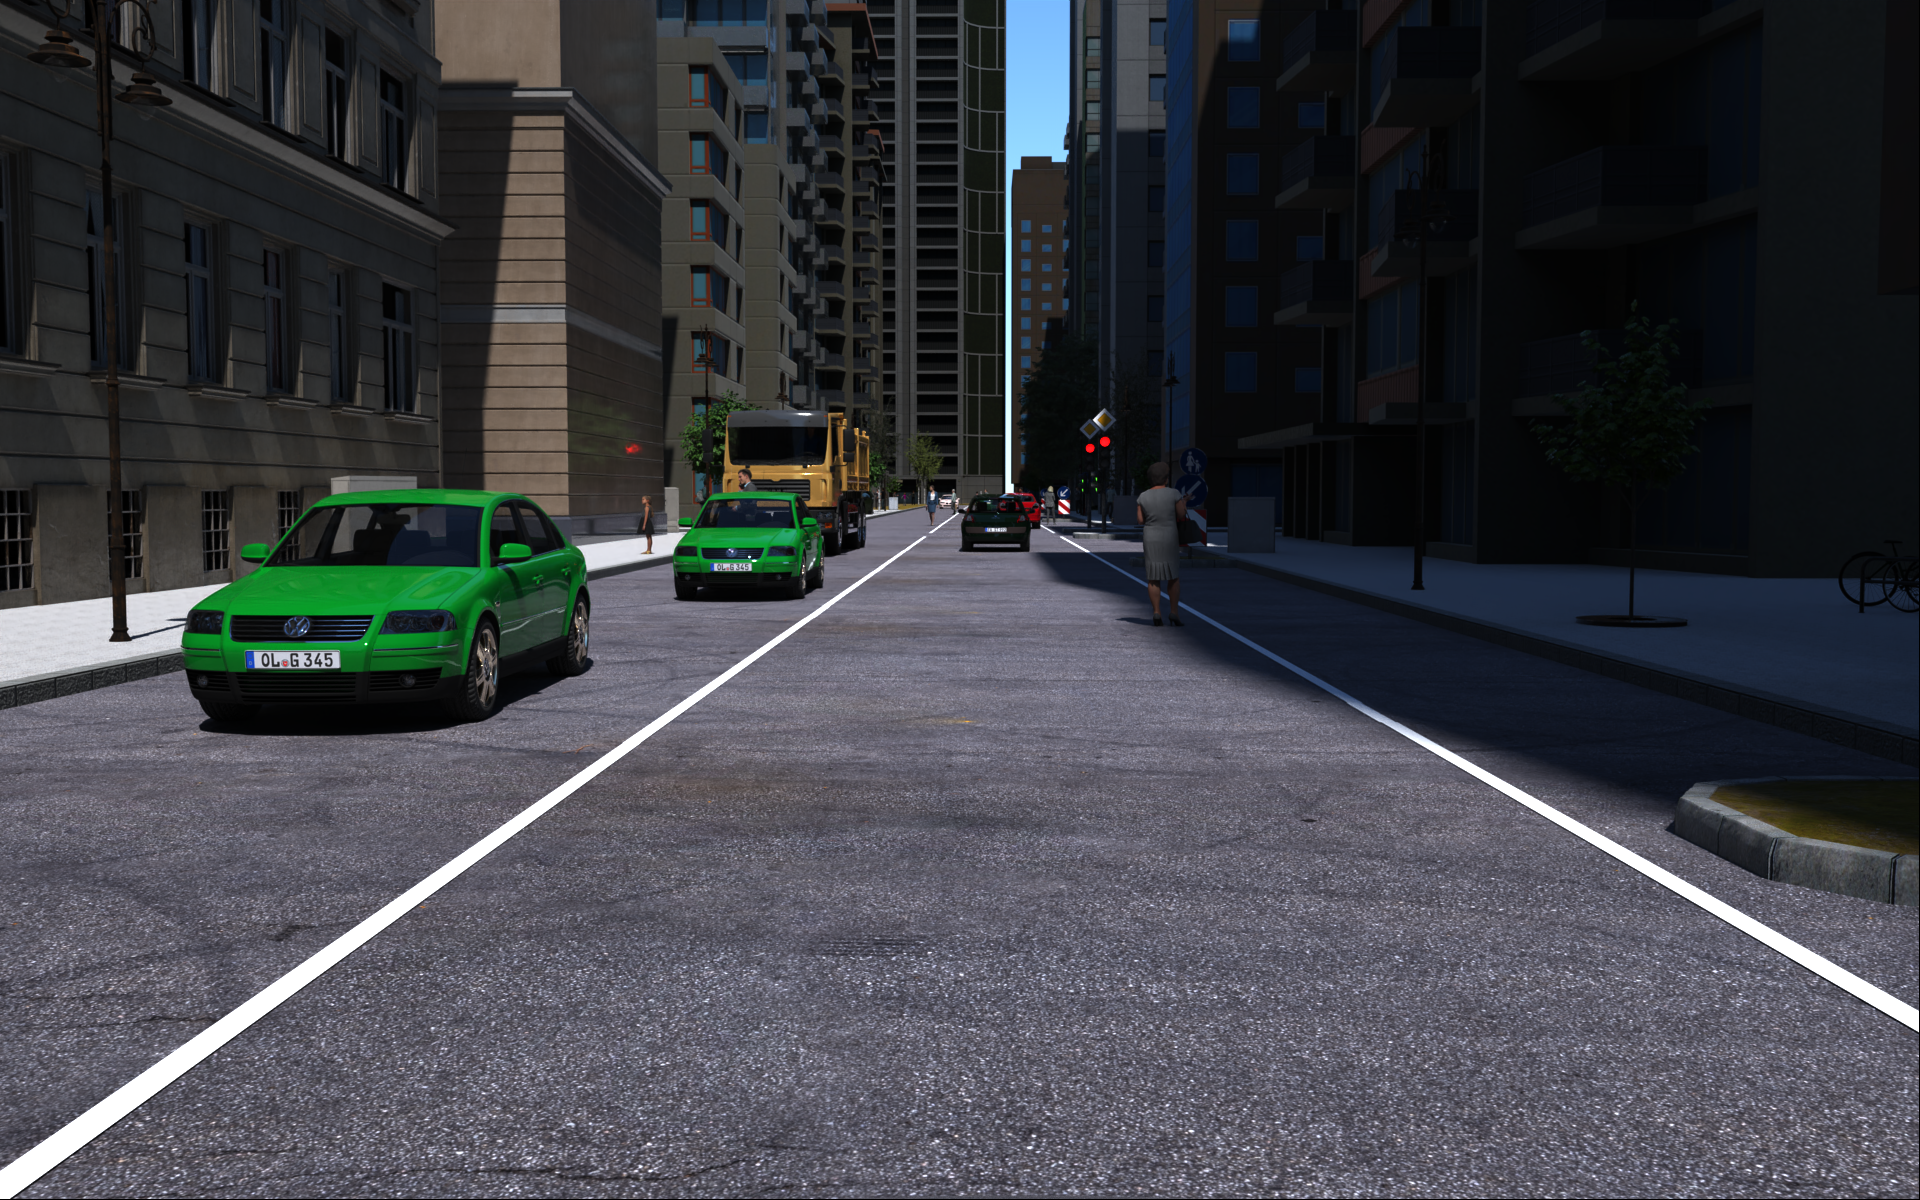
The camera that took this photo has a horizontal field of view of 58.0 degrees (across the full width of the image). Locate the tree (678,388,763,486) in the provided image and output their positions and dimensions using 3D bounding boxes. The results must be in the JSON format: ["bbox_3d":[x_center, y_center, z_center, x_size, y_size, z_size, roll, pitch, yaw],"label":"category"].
[{"bbox_3d":[-7.047,-4.278,53.664,4.285,4.588,4.351,0,3,0],"label":"tree"}]

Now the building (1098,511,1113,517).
[{"bbox_3d":[19.284,-34.638,108.333,21.231,58.520,28.212,0,4,1],"label":"building"}]

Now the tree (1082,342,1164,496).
[{"bbox_3d":[8.462,-8.191,84.277,4.360,8.622,3.978,0,3,0],"label":"tree"}]

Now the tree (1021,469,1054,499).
[{"bbox_3d":[10.016,-14.221,216.233,4.285,4.588,4.351,0,3,0],"label":"tree"}]

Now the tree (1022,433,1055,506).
[{"bbox_3d":[8.626,-14.432,186.330,4.737,8.622,4.395,0,3,0],"label":"tree"}]

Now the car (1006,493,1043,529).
[{"bbox_3d":[2.419,-3.892,72.670,2.155,1.783,4.494,0,4,0],"label":"car"}]

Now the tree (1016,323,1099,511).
[{"bbox_3d":[8.428,-13.710,130.819,9.857,13.997,8.962,0,3,0],"label":"tree"}]

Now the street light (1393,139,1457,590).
[{"bbox_3d":[6.147,-3.076,23.074,0.468,5.910,1.993,0,4,1],"label":"street light"}]

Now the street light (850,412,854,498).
[{"bbox_3d":[-6.049,-7.645,97.789,0.468,5.910,1.993,0,4,1],"label":"street light"}]

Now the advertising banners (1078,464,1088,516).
[{"bbox_3d":[7.367,-6.501,102.475,0.090,3.025,2.074,2,4,25],"label":"advertising banners"}]

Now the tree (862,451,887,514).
[{"bbox_3d":[-6.396,-7.943,113.587,4.285,4.588,4.351,0,3,0],"label":"tree"}]

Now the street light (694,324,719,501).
[{"bbox_3d":[-6.885,-4.550,47.175,0.468,5.910,1.993,0,4,1],"label":"street light"}]

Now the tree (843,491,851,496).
[{"bbox_3d":[-9.195,-8.674,136.415,1.663,3.219,1.824,0,3,0],"label":"tree"}]

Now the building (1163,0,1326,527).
[{"bbox_3d":[16.259,-25.822,72.301,14.200,45.320,14.600,0,4,1],"label":"building"}]

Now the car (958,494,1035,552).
[{"bbox_3d":[0.933,-2.116,44.380,2.009,1.686,4.222,0,4,2],"label":"car"}]

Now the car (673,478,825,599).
[{"bbox_3d":[-2.987,-0.993,25.036,1.959,1.807,4.718,0,4,0],"label":"car"}]

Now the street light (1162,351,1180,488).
[{"bbox_3d":[6.807,-5.088,55.978,0.468,5.910,1.993,0,4,1],"label":"street light"}]

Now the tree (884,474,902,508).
[{"bbox_3d":[-6.292,-10.429,165.123,1.663,3.219,1.824,0,3,0],"label":"tree"}]

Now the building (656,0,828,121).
[{"bbox_3d":[-20.763,-30.435,117.222,23.786,49.044,30.456,0,4,1],"label":"building"}]

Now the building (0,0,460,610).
[{"bbox_3d":[-17.826,-11.428,20.135,16.112,22.955,30.059,0,4,1],"label":"building"}]

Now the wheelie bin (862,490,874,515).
[{"bbox_3d":[-5.770,-6.154,108.520,0.693,1.594,0.980,1,4,9],"label":"wheelie bin"}]

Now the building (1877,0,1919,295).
[{"bbox_3d":[13.346,-21.643,3.967,14.600,45.320,14.200,0,4,1],"label":"building"}]

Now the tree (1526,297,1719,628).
[{"bbox_3d":[6.698,-1.380,17.162,1.663,3.219,1.824,0,3,0],"label":"tree"}]

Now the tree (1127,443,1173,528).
[{"bbox_3d":[7.242,-4.344,65.629,1.663,3.219,1.824,0,3,0],"label":"tree"}]

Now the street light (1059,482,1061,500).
[{"bbox_3d":[7.969,-10.107,138.032,0.468,5.910,1.993,0,4,1],"label":"street light"}]

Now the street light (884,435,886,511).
[{"bbox_3d":[-5.627,-9.618,130.039,0.468,5.910,1.993,0,4,1],"label":"street light"}]

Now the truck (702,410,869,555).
[{"bbox_3d":[-3.951,-2.866,42.781,3.469,3.379,9.791,0,4,2],"label":"truck"}]

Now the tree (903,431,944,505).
[{"bbox_3d":[-4.496,-15.100,197.241,4.737,8.622,4.395,0,3,0],"label":"tree"}]

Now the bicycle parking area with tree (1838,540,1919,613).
[{"bbox_3d":[14.275,-1.929,18.542,8.231,4.147,9.016,-2,4,-26],"label":"bicycle parking area with tree"}]

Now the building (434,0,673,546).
[{"bbox_3d":[-19.070,-16.022,47.857,20.117,28.700,13.634,0,4,1],"label":"building"}]

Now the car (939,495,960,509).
[{"bbox_3d":[-1.049,-9.602,169.350,2.083,1.381,4.827,0,4,1],"label":"car"}]

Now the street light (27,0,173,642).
[{"bbox_3d":[-7.322,-2.577,14.925,0.468,5.910,1.993,0,4,1],"label":"street light"}]

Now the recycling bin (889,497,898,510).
[{"bbox_3d":[-5.340,-7.709,138.588,0.722,1.027,0.722,0,4,-6],"label":"recycling bin"}]

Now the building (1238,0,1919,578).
[{"bbox_3d":[19.191,-23.477,38.477,22.147,44.769,28.867,0,4,1],"label":"building"}]

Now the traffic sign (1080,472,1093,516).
[{"bbox_3d":[7.296,-6.116,100.107,0.768,2.556,0.104,1,4,10],"label":"traffic sign"}]

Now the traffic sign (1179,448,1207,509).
[{"bbox_3d":[6.436,-2.920,47.843,0.768,2.556,0.104,0,4,2],"label":"traffic sign"}]

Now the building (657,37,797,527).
[{"bbox_3d":[-22.956,-14.400,80.483,27.650,21.520,28.899,0,4,1],"label":"building"}]

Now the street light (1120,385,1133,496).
[{"bbox_3d":[7.029,-6.150,73.335,0.468,5.910,1.993,0,4,1],"label":"street light"}]

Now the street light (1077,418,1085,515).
[{"bbox_3d":[7.411,-8.127,105.667,0.468,5.910,1.993,0,4,1],"label":"street light"}]

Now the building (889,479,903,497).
[{"bbox_3d":[-21.670,-33.479,202.013,28.867,44.769,22.147,0,4,1],"label":"building"}]

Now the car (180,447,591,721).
[{"bbox_3d":[-3.871,-0.216,12.330,1.959,1.807,4.718,0,4,0],"label":"car"}]

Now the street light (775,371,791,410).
[{"bbox_3d":[-6.639,-5.643,65.057,0.468,5.910,1.993,0,4,1],"label":"street light"}]

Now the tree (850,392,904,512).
[{"bbox_3d":[-5.799,-10.540,122.697,4.360,8.622,3.978,0,3,0],"label":"tree"}]
